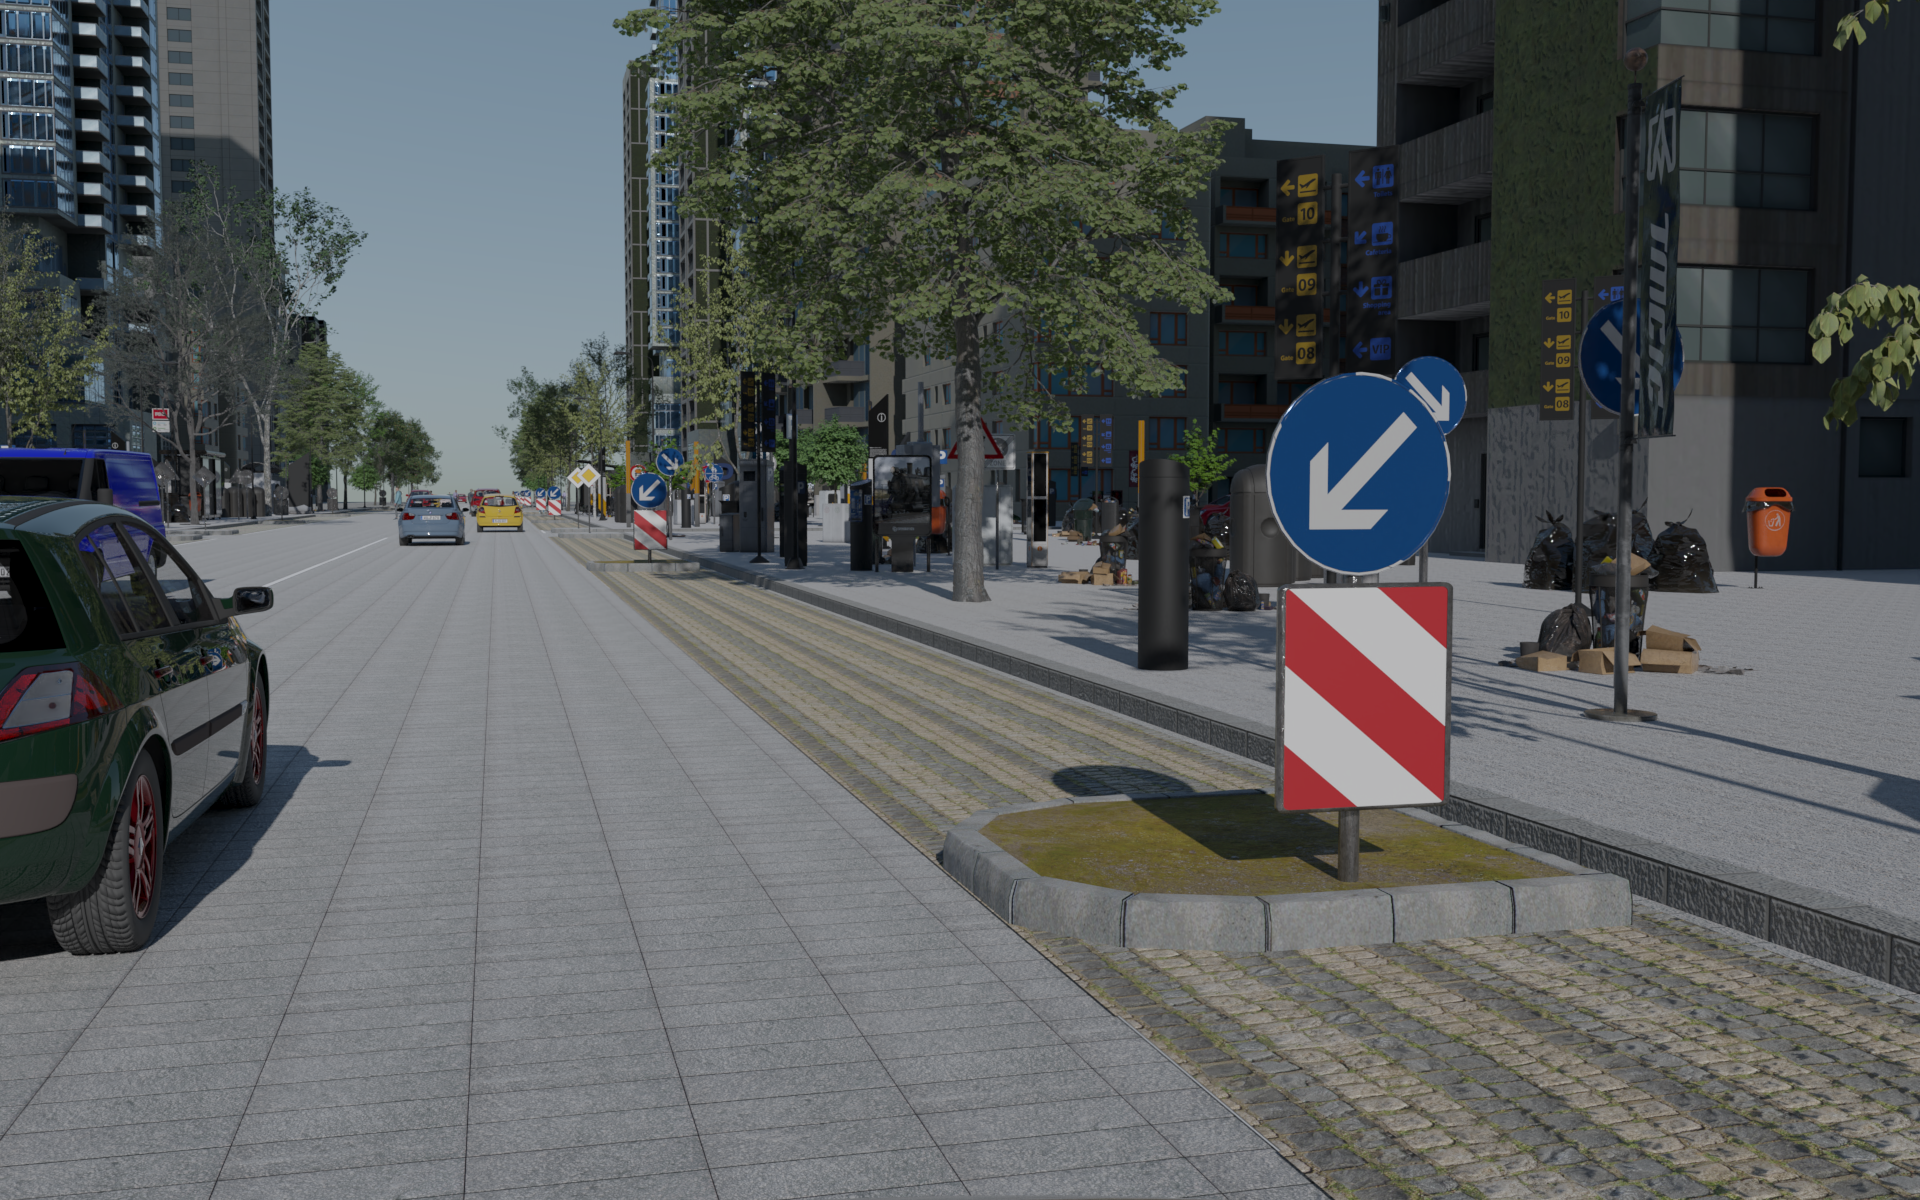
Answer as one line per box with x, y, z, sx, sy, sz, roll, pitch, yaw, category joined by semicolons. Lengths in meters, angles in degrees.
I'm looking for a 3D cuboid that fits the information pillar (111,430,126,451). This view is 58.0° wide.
-30.877;-4.418;63.581;0.504;3.616;0.183;0;4;-3;information pillar

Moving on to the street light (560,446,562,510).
-24.903;-8.399;109.862;1.470;5.913;1.316;-1;4;-15;street light

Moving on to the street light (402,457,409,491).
-69.584;-14.873;215.713;1.470;5.913;1.316;-1;4;-15;street light

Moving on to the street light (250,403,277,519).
-35.479;-7.076;88.232;1.470;5.913;1.316;-1;4;-15;street light

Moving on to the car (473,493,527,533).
-17.542;-3.413;66.031;2.015;1.641;3.980;-1;4;-15;car

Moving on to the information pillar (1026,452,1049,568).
1.343;-1.566;30.091;0.304;2.012;0.304;-1;4;-16;information pillar

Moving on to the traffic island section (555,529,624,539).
-12.145;-2.116;56.878;2.009;0.180;2.903;-1;4;-15;traffic island section

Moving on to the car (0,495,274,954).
-3.738;0.197;6.567;2.009;1.686;4.222;-1;4;-15;car

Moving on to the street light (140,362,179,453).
-28.095;-5.397;60.776;1.470;5.913;1.316;-1;4;-15;street light

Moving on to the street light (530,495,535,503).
-44.815;-12.951;184.290;1.470;5.913;1.316;-1;4;-15;street light

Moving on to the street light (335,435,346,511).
-47.887;-9.913;134.619;1.470;5.913;1.316;-1;4;-15;street light

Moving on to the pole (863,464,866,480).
-5.810;-6.828;105.481;0.158;3.312;0.155;0;3;0;pole

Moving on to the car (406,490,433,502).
-46.276;-8.552;148.502;2.281;1.827;5.304;-1;4;-13;car

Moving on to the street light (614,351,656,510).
-10.559;-5.138;56.547;1.470;5.913;1.316;-1;4;-15;street light

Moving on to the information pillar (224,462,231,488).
-53.050;-8.204;125.482;0.504;3.616;0.183;1;4;13;information pillar

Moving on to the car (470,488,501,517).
-30.210;-6.250;110.862;2.281;1.827;5.304;-1;4;-14;car

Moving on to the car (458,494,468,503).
-77.452;-15.885;268.758;2.155;1.783;4.494;-1;4;-14;car

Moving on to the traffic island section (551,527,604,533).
-14.208;-2.588;64.593;2.009;0.180;2.903;-1;4;-15;traffic island section

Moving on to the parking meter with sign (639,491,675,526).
-12.265;-4.498;69.798;0.543;3.016;1.738;2;4;26;parking meter with sign

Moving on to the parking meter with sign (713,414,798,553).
-4.466;-2.556;38.047;1.738;3.016;0.543;1;4;21;parking meter with sign

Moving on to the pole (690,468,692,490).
-16.159;-6.766;104.467;0.158;3.312;0.155;0;3;0;pole

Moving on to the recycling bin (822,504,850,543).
-3.169;-2.047;46.020;0.722;1.027;0.722;2;4;33;recycling bin

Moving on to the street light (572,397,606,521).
-17.777;-6.765;83.155;1.470;5.913;1.316;-1;4;-15;street light

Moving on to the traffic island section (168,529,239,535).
-26.713;-2.385;61.268;2.009;0.180;2.903;-1;4;-15;traffic island section

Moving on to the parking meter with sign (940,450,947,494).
-0.805;-4.394;68.109;0.543;3.016;1.738;0;4;2;parking meter with sign

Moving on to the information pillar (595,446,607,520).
-17.494;-5.708;84.682;0.183;3.616;0.504;2;4;26;information pillar

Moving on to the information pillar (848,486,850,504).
-5.044;-5.340;78.661;0.183;3.616;0.504;0;4;-1;information pillar

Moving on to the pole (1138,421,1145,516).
5.039;-3.320;48.127;0.158;3.312;0.155;0;3;0;pole

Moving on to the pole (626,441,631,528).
-12.704;-4.432;66.313;0.158;3.312;0.155;0;3;0;pole

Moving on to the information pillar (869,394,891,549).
-1.887;-3.007;40.525;0.504;3.616;0.183;1;4;17;information pillar

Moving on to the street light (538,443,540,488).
-37.669;-11.318;157.588;1.470;5.913;1.316;-1;4;-15;street light

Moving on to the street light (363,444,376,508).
-54.941;-11.548;161.345;1.470;5.913;1.316;-1;4;-15;street light

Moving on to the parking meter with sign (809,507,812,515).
-9.286;-6.614;104.401;1.738;3.016;0.543;-1;4;-11;parking meter with sign

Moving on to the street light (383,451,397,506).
-62.019;-13.182;188.064;1.470;5.913;1.316;-1;4;-15;street light

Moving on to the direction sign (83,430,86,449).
-30.972;-4.242;61.357;0.379;3.537;0.876;-2;4;-30;direction sign

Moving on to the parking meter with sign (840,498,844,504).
-6.143;-5.882;92.437;0.543;3.016;1.738;0;4;3;parking meter with sign

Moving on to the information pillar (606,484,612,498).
-24.399;-7.096;120.512;0.304;2.012;0.304;1;4;12;information pillar

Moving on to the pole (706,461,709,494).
-15.469;-6.868;106.128;0.158;3.312;0.155;0;3;0;pole

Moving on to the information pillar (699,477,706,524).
-11.042;-4.262;74.175;0.304;2.012;0.304;0;4;-5;information pillar

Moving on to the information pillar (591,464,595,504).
-24.729;-7.687;117.041;0.504;3.616;0.183;-3;5;-44;information pillar

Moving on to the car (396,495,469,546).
-15.001;-2.279;49.271;2.014;1.417;4.499;-1;4;-15;car

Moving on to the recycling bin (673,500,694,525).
-12.118;-3.878;75.967;0.722;1.027;0.722;1;4;11;recycling bin

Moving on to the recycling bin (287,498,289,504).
-43.042;-6.089;112.107;0.722;1.027;0.722;-3;5;-43;recycling bin

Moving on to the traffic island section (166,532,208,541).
-24.651;-1.913;53.553;2.009;0.180;2.903;-1;4;-15;traffic island section

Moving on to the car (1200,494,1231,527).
10.648;-3.513;66.481;4.494;1.783;2.155;-1;4;-16;car

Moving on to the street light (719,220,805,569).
-3.346;-3.472;29.312;1.470;5.913;1.316;-1;4;-15;street light

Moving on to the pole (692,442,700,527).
-10.244;-4.503;67.462;0.158;3.312;0.155;0;3;0;pole

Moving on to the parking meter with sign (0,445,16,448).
-33.607;-3.947;60.796;0.543;3.016;1.738;-1;4;-16;parking meter with sign

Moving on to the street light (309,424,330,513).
-42.713;-8.743;115.483;1.470;5.913;1.316;-1;4;-15;street light

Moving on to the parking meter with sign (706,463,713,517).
-13.545;-6.184;97.363;0.543;3.016;1.738;2;4;27;parking meter with sign

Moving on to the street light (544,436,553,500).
-32.181;-10.072;137.211;1.470;5.913;1.316;-1;4;-15;street light
